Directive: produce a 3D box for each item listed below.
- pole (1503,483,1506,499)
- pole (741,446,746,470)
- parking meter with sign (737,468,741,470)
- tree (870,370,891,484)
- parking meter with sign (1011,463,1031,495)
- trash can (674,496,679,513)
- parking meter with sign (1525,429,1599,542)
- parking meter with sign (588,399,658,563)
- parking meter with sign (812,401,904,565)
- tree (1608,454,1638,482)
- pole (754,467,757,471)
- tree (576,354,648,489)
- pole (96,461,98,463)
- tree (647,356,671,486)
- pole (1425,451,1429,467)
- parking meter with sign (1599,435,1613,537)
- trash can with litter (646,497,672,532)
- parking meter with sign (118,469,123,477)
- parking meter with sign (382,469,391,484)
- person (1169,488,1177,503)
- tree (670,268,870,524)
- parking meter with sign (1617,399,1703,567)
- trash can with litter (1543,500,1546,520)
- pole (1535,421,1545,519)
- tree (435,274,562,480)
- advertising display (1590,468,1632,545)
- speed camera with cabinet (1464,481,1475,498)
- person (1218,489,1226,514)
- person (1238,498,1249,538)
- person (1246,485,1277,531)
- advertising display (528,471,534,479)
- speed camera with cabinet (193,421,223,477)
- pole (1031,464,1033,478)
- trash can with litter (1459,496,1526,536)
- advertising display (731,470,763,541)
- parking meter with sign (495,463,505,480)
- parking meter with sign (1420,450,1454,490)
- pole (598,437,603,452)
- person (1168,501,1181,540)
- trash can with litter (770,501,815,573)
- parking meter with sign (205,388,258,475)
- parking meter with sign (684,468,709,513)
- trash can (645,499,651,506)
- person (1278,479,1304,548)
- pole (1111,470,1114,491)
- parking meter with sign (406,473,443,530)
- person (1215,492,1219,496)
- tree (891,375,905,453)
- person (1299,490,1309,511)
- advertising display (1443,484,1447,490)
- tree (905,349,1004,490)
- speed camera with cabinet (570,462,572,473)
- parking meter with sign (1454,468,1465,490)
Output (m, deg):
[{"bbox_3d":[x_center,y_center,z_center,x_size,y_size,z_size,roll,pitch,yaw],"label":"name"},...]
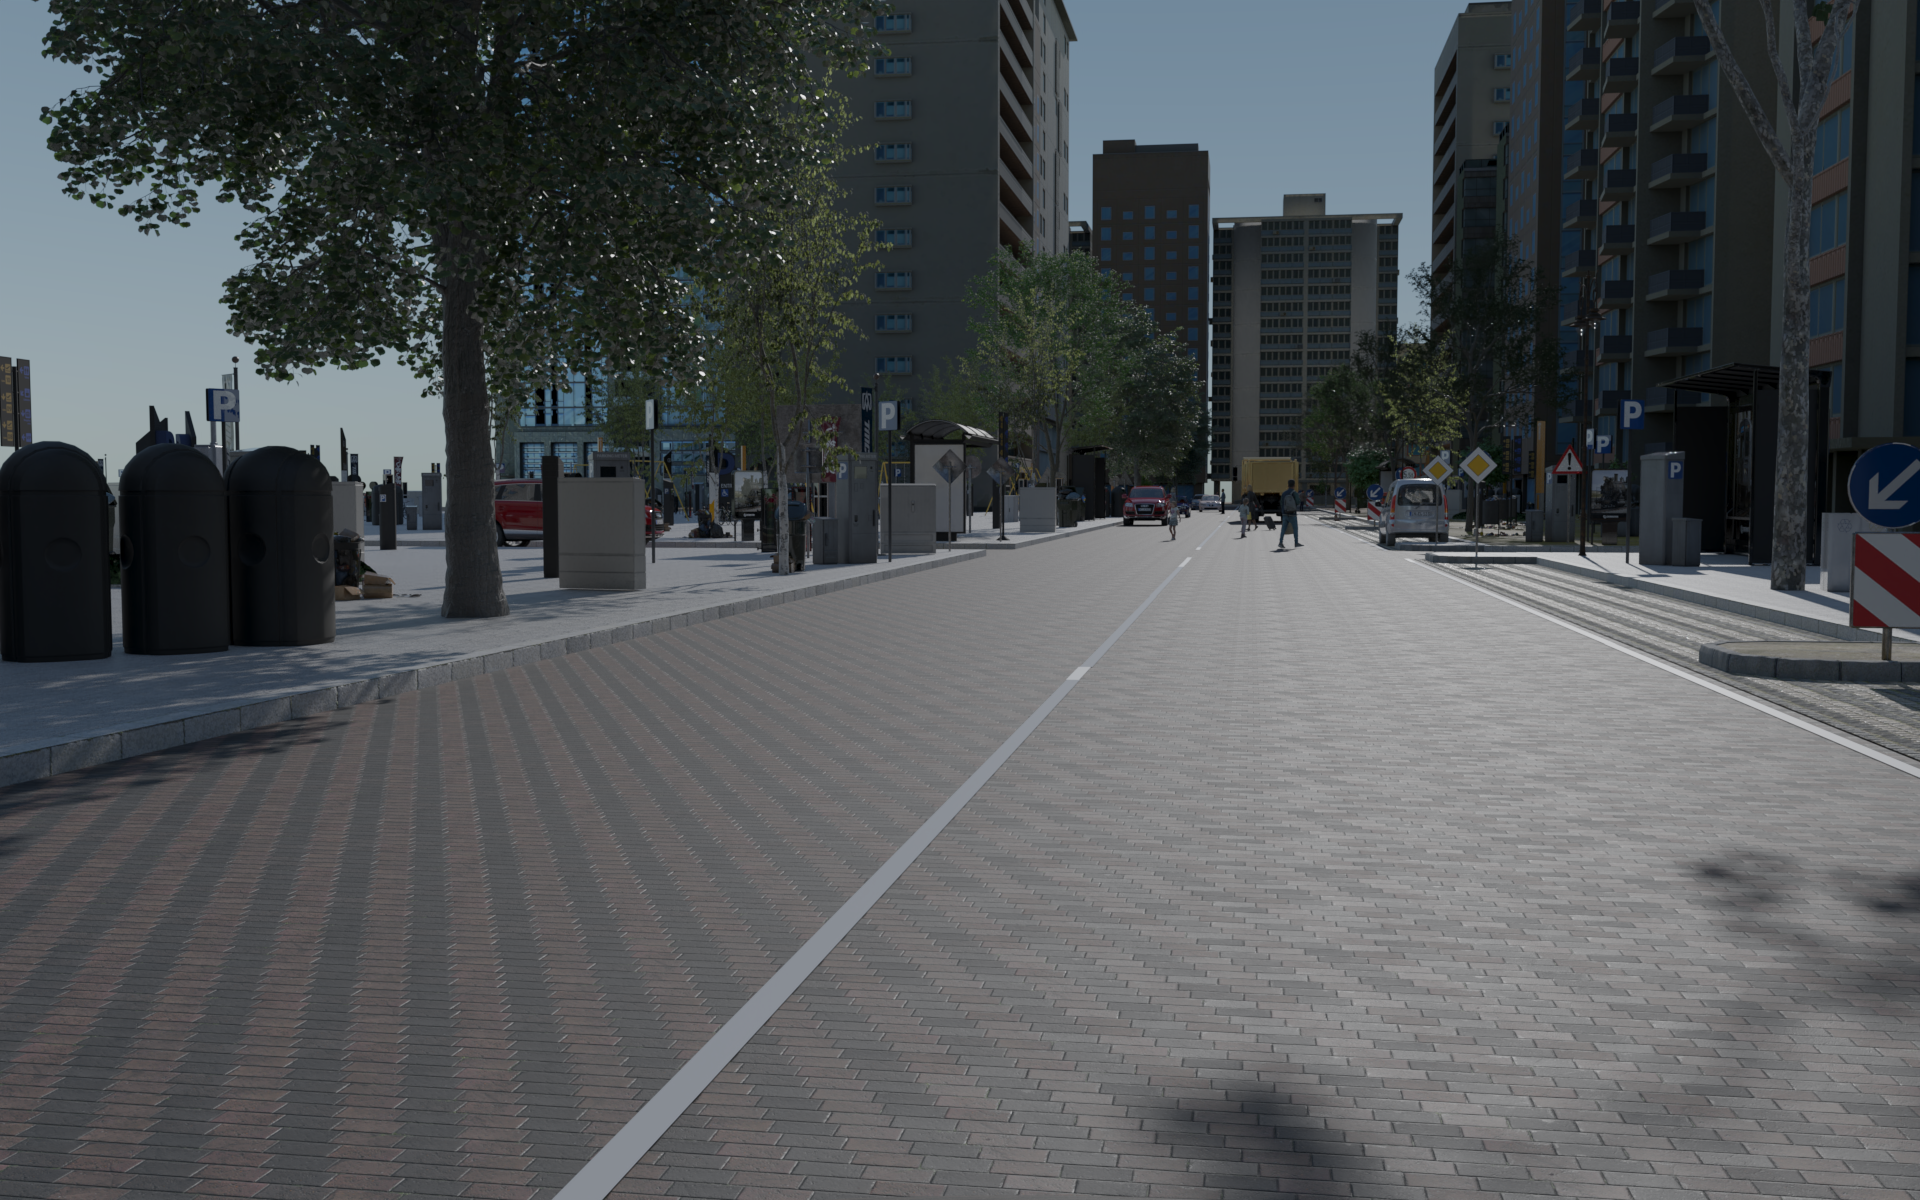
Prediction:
[{"bbox_3d":[34.835,-7.150,110.746,0.158,3.312,0.155,0,3,0],"label":"pole"},{"bbox_3d":[-9.138,-4.851,73.153,0.158,3.312,0.155,0,3,0],"label":"pole"},{"bbox_3d":[-14.942,-7.307,115.733,0.543,3.016,1.738,-1,4,-14],"label":"parking meter with sign"},{"bbox_3d":[-4.855,-9.289,102.241,4.737,8.622,4.395,0,3,0],"label":"tree"},{"bbox_3d":[3.633,-6.082,95.700,0.543,3.016,1.738,-3,5,-42],"label":"parking meter with sign"},{"bbox_3d":[-19.875,-6.650,120.379,0.748,1.137,0.748,0,3,0],"label":"trash can"},{"bbox_3d":[16.043,-3.061,46.303,1.738,3.016,0.543,0,4,-8],"label":"parking meter with sign"},{"bbox_3d":[-6.432,-2.167,31.690,1.738,3.016,0.543,-2,4,-25],"label":"parking meter with sign"},{"bbox_3d":[-1.932,-2.185,31.992,1.738,3.016,0.543,-3,5,-42],"label":"parking meter with sign"},{"bbox_3d":[31.545,-5.443,83.596,1.663,3.219,1.824,0,3,0],"label":"tree"},{"bbox_3d":[-14.597,-7.953,123.866,0.158,3.312,0.155,0,3,0],"label":"pole"},{"bbox_3d":[-13.863,-7.531,73.490,4.737,8.622,4.395,0,3,0],"label":"tree"},{"bbox_3d":[-53.231,-6.907,106.774,0.158,3.312,0.155,0,3,0],"label":"pole"},{"bbox_3d":[-9.035,-6.934,63.735,4.737,8.622,4.395,0,3,0],"label":"tree"},{"bbox_3d":[21.927,-5.352,81.344,0.158,3.312,0.155,0,3,0],"label":"pole"},{"bbox_3d":[19.713,-3.395,51.767,1.738,3.016,0.543,-2,4,-35],"label":"parking meter with sign"},{"bbox_3d":[-10.338,-2.915,59.054,0.624,1.170,1.055,2,4,25],"label":"trash can with litter"},{"bbox_3d":[-58.952,-7.617,120.799,0.543,3.016,1.738,1,4,11],"label":"parking meter with sign"},{"bbox_3d":[-40.506,-7.704,122.222,0.543,3.016,1.738,-2,4,-26],"label":"parking meter with sign"},{"bbox_3d":[12.402,-5.672,101.417,0.728,1.800,0.709,-2,4,-33],"label":"person"},{"bbox_3d":[-6.104,-6.483,56.358,4.737,8.622,4.395,0,3,0],"label":"tree"},{"bbox_3d":[12.660,-2.141,31.267,0.543,3.016,1.738,-1,4,-20],"label":"parking meter with sign"},{"bbox_3d":[29.071,-4.564,86.003,0.624,1.170,1.055,-2,4,-29],"label":"trash can with litter"},{"bbox_3d":[16.238,-3.341,48.471,0.158,3.312,0.155,0,3,0],"label":"pole"},{"bbox_3d":[-14.239,-6.280,53.038,4.360,8.622,3.978,0,3,0],"label":"tree"},{"bbox_3d":[16.407,-2.353,43.690,0.974,1.923,0.123,2,4,25],"label":"advertising display"},{"bbox_3d":[32.407,-7.225,112.458,2.038,3.252,0.660,1,4,12],"label":"speed camera with cabinet"},{"bbox_3d":[18.727,-7.035,123.513,0.705,1.826,1.348,2,4,26],"label":"person"},{"bbox_3d":[9.355,-2.705,57.006,0.425,1.301,0.394,2,4,31],"label":"person"},{"bbox_3d":[11.778,-3.638,68.196,1.509,1.804,0.699,-1,4,-19],"label":"person"},{"bbox_3d":[-12.130,-2.680,49.038,0.123,1.923,0.974,-1,4,-16],"label":"advertising display"},{"bbox_3d":[-14.061,-2.373,33.132,0.660,3.252,2.038,0,4,7],"label":"speed camera with cabinet"},{"bbox_3d":[4.797,-7.444,115.553,0.158,3.312,0.155,0,3,0],"label":"pole"},{"bbox_3d":[16.618,-2.567,53.027,2.233,1.210,1.678,2,4,30],"label":"trash can with litter"},{"bbox_3d":[-5.798,-2.574,47.294,0.974,1.923,0.123,-3,5,-42],"label":"advertising display"},{"bbox_3d":[-25.862,-6.197,97.577,0.543,3.016,1.738,-1,4,-18],"label":"parking meter with sign"},{"bbox_3d":[18.629,-4.431,68.704,1.738,3.016,0.543,-2,4,-27],"label":"parking meter with sign"},{"bbox_3d":[-12.965,-4.199,62.495,0.158,3.312,0.155,0,3,0],"label":"pole"},{"bbox_3d":[6.697,-2.459,53.719,0.382,1.210,0.505,-3,4,-39],"label":"person"},{"bbox_3d":[-2.778,-1.050,28.560,0.624,1.170,1.055,0,4,6],"label":"trash can with litter"},{"bbox_3d":[-11.542,-1.954,28.208,1.738,3.016,0.543,3,4,38],"label":"parking meter with sign"},{"bbox_3d":[-17.441,-7.292,115.490,1.738,3.016,0.543,1,4,9],"label":"parking meter with sign"},{"bbox_3d":[-8.979,-2.240,48.278,0.748,1.137,0.748,0,3,0],"label":"trash can"},{"bbox_3d":[8.663,-2.268,45.568,0.713,1.824,0.794,-2,4,-25],"label":"person"},{"bbox_3d":[10.655,-7.771,120.892,0.158,3.312,0.155,0,3,0],"label":"pole"},{"bbox_3d":[-18.890,-4.015,61.904,1.738,3.016,0.543,-1,4,-13],"label":"parking meter with sign"},{"bbox_3d":[28.963,-11.361,195.176,0.541,1.710,0.530,1,4,11],"label":"person"},{"bbox_3d":[-0.858,-9.010,97.668,4.737,8.622,4.395,0,3,0],"label":"tree"},{"bbox_3d":[28.338,-8.170,142.610,0.750,1.759,0.617,-1,4,-14],"label":"person"},{"bbox_3d":[30.603,-6.445,110.588,0.974,1.923,0.123,3,5,41],"label":"advertising display"},{"bbox_3d":[0.298,-8.412,87.899,4.737,8.622,4.395,0,3,0],"label":"tree"},{"bbox_3d":[-24.287,-6.835,106.082,0.660,3.252,2.038,-3,4,-38],"label":"speed camera with cabinet"},{"bbox_3d":[32.831,-7.302,115.649,1.738,3.016,0.543,-2,4,-27],"label":"parking meter with sign"}]
